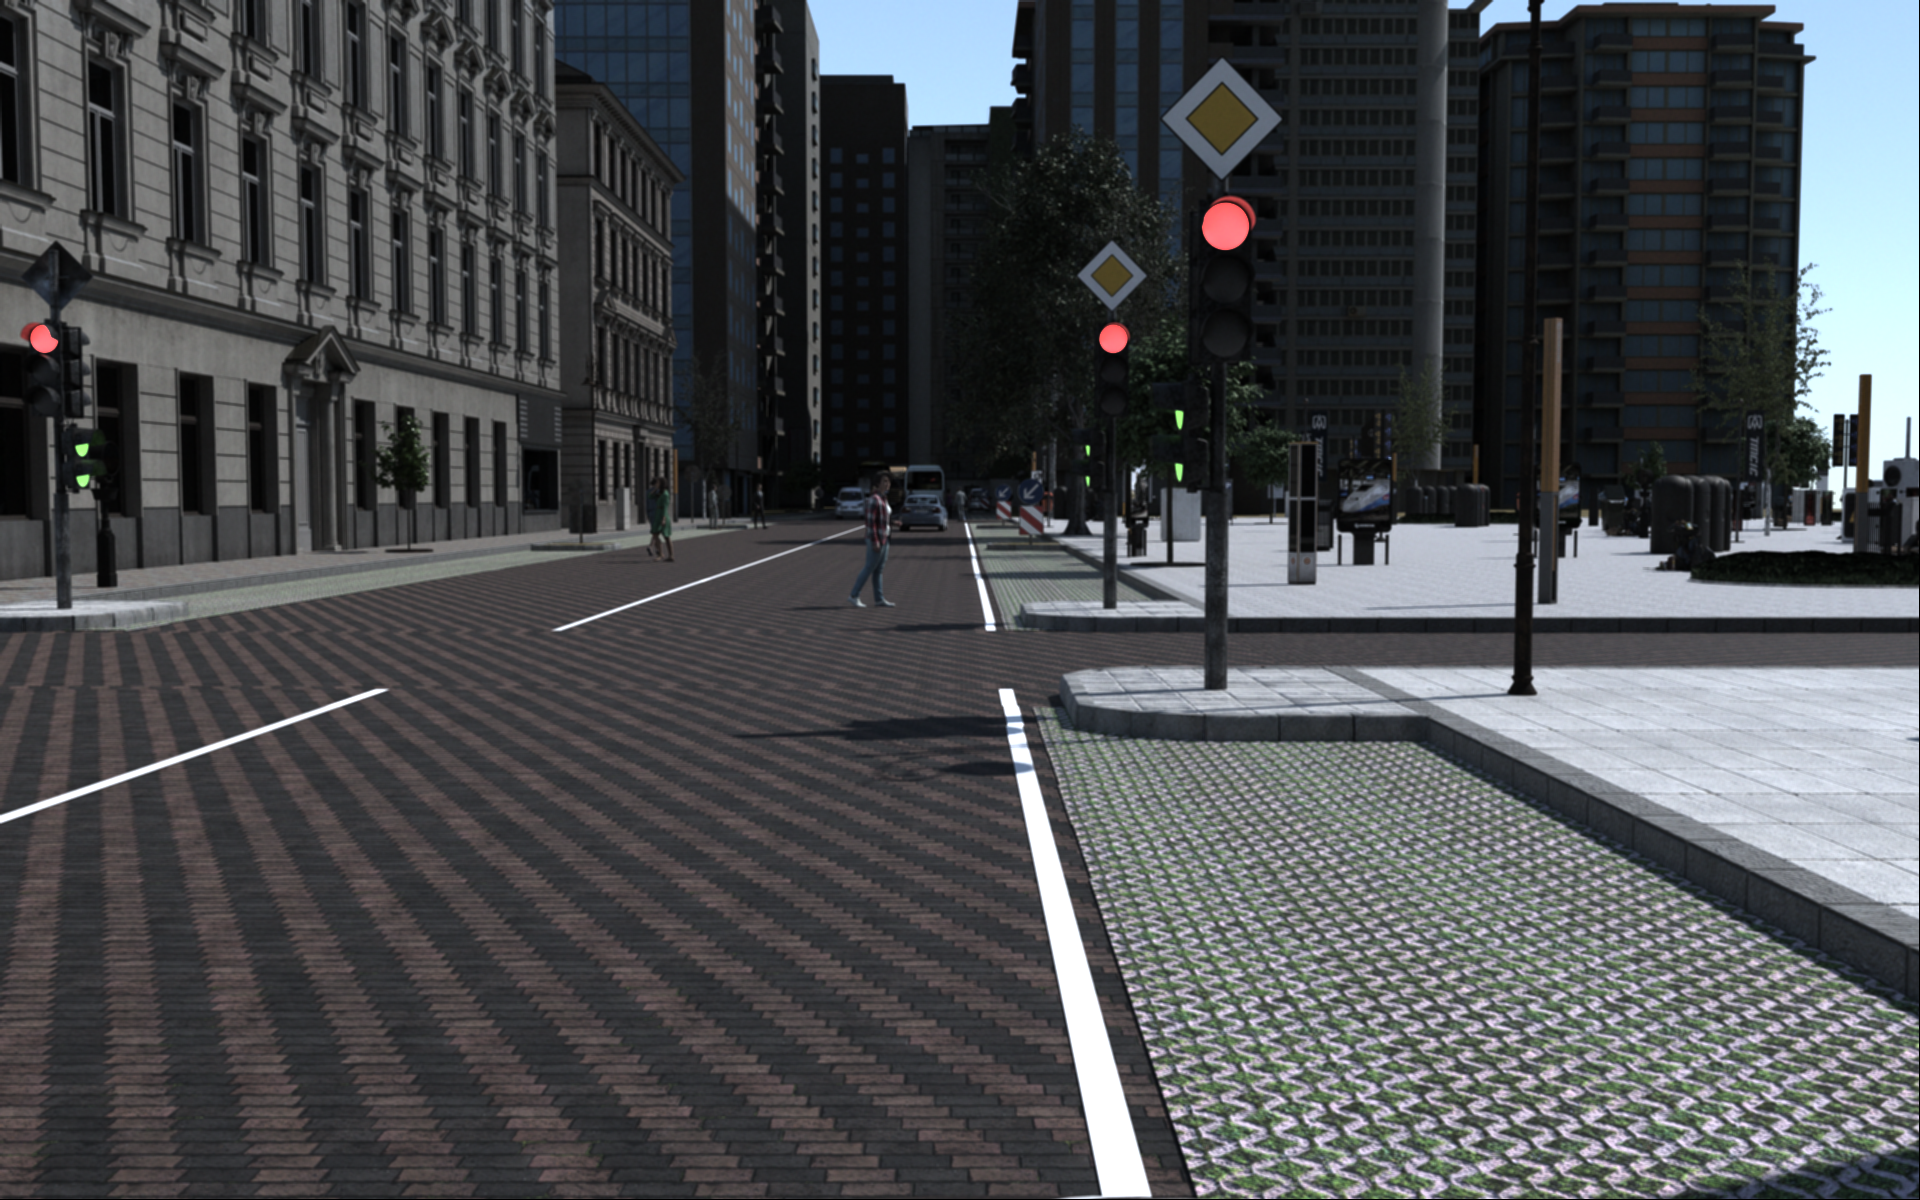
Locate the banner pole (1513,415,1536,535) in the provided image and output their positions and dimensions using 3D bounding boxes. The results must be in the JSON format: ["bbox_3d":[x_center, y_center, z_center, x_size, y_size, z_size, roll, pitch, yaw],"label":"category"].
[{"bbox_3d":[17.765,-3.934,54.332,0.863,3.779,0.401,-2,4,-28],"label":"banner pole"}]

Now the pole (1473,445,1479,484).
[{"bbox_3d":[21.282,-4.750,71.513,0.158,3.312,0.155,0,3,0],"label":"pole"}]

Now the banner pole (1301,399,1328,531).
[{"bbox_3d":[9.315,-3.405,45.683,0.863,3.779,0.401,-1,4,-11],"label":"banner pole"}]

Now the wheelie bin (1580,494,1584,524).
[{"bbox_3d":[26.623,-4.119,75.248,0.693,1.594,0.980,-1,4,-15],"label":"wheelie bin"}]

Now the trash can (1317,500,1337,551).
[{"bbox_3d":[8.123,-1.678,39.085,0.748,1.137,0.748,0,3,0],"label":"trash can"}]

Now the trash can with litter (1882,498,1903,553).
[{"bbox_3d":[17.714,-1.346,33.068,1.678,1.210,2.233,0,4,1],"label":"trash can with litter"}]

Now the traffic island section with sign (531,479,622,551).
[{"bbox_3d":[-9.740,-2.179,44.255,1.989,1.847,2.006,0,3,0],"label":"traffic island section with sign"}]

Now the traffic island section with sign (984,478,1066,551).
[{"bbox_3d":[1.688,-2.194,44.503,1.989,1.847,2.006,0,3,0],"label":"traffic island section with sign"}]

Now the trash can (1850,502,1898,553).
[{"bbox_3d":[16.132,-1.159,30.610,0.748,1.137,0.748,0,3,0],"label":"trash can"}]

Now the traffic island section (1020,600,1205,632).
[{"bbox_3d":[1.701,0.176,19.395,2.009,0.180,2.903,0,3,0],"label":"traffic island section"}]

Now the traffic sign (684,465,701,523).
[{"bbox_3d":[-11.768,-4.645,76.058,0.768,2.556,0.104,0,4,7],"label":"traffic sign"}]

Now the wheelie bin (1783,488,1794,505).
[{"bbox_3d":[43.567,-5.073,90.848,0.693,1.594,0.980,0,4,7],"label":"wheelie bin"}]

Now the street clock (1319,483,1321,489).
[{"bbox_3d":[17.886,-5.039,86.963,0.471,2.002,0.358,1,4,19],"label":"street clock"}]

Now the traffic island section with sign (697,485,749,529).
[{"bbox_3d":[-9.742,-3.842,71.437,1.989,1.847,2.006,0,3,0],"label":"traffic island section with sign"}]

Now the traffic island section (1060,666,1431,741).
[{"bbox_3d":[1.706,0.665,11.410,2.009,0.180,2.903,0,3,0],"label":"traffic island section"}]

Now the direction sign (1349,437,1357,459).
[{"bbox_3d":[15.621,-4.703,68.895,0.379,3.537,0.876,2,4,33],"label":"direction sign"}]

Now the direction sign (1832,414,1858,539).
[{"bbox_3d":[25.104,-3.493,49.103,0.876,3.537,0.379,-1,4,-13],"label":"direction sign"}]

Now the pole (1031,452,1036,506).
[{"bbox_3d":[3.545,-5.477,83.385,0.158,3.312,0.155,0,3,0],"label":"pole"}]

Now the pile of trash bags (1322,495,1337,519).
[{"bbox_3d":[19.082,-4.862,89.241,1.912,1.369,3.447,-3,5,-40],"label":"pile of trash bags"}]

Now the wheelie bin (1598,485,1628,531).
[{"bbox_3d":[22.711,-3.207,60.348,0.980,1.594,0.693,0,4,0],"label":"wheelie bin"}]

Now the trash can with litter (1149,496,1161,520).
[{"bbox_3d":[9.684,-4.510,84.800,2.233,1.210,1.678,3,5,44],"label":"trash can with litter"}]

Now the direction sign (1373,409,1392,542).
[{"bbox_3d":[11.274,-3.320,46.286,0.379,3.537,0.876,3,5,44],"label":"direction sign"}]

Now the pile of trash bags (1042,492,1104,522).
[{"bbox_3d":[5.505,-4.396,81.630,3.447,1.369,1.912,1,4,11],"label":"pile of trash bags"}]

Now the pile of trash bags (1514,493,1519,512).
[{"bbox_3d":[29.704,-4.925,90.268,1.912,1.369,3.447,2,4,35],"label":"pile of trash bags"}]

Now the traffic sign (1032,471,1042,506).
[{"bbox_3d":[3.422,-4.514,75.934,0.606,2.300,0.079,1,4,9],"label":"traffic sign"}]

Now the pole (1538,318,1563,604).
[{"bbox_3d":[6.880,-1.611,20.183,0.158,3.312,0.155,0,3,0],"label":"pole"}]

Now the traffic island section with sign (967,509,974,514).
[{"bbox_3d":[1.637,-6.926,121.867,1.989,1.847,2.006,0,3,0],"label":"traffic island section with sign"}]

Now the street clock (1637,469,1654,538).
[{"bbox_3d":[19.889,-2.798,50.310,0.358,2.002,0.471,-1,4,-19],"label":"street clock"}]

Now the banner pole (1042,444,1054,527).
[{"bbox_3d":[3.349,-4.721,67.203,0.401,3.779,0.863,-1,4,-23],"label":"banner pole"}]

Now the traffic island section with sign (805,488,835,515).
[{"bbox_3d":[-9.786,-6.882,121.152,1.989,1.847,2.006,0,3,0],"label":"traffic island section with sign"}]

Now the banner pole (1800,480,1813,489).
[{"bbox_3d":[45.060,-6.241,92.051,0.401,3.779,0.863,-3,4,-38],"label":"banner pole"}]

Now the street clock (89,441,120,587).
[{"bbox_3d":[-11.758,-1.178,23.823,0.358,2.002,0.471,0,4,2],"label":"street clock"}]

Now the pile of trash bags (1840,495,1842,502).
[{"bbox_3d":[34.555,-3.402,65.370,1.912,1.369,3.447,3,4,36],"label":"pile of trash bags"}]

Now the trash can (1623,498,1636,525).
[{"bbox_3d":[23.693,-3.065,61.764,0.748,1.137,0.748,0,3,0],"label":"trash can"}]

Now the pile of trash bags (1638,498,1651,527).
[{"bbox_3d":[27.687,-3.517,67.251,1.912,1.369,3.447,0,4,0],"label":"pile of trash bags"}]

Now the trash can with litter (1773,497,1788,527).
[{"bbox_3d":[32.287,-3.461,67.972,0.624,1.170,1.055,1,4,12],"label":"trash can with litter"}]

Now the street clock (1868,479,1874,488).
[{"bbox_3d":[44.339,-4.893,84.577,0.471,2.002,0.358,3,5,44],"label":"street clock"}]

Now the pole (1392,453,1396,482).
[{"bbox_3d":[21.479,-5.618,85.692,0.158,3.312,0.155,0,3,0],"label":"pole"}]

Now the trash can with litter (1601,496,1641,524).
[{"bbox_3d":[28.516,-3.844,73.912,2.233,1.210,1.678,1,4,12],"label":"trash can with litter"}]

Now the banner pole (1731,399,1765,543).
[{"bbox_3d":[20.776,-3.405,45.685,0.401,3.779,0.863,-3,5,-43],"label":"banner pole"}]

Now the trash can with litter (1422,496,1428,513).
[{"bbox_3d":[21.579,-4.213,79.942,1.678,1.210,2.233,1,4,19],"label":"trash can with litter"}]

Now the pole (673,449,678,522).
[{"bbox_3d":[-12.867,-5.165,78.294,0.158,3.312,0.155,0,3,0],"label":"pole"}]

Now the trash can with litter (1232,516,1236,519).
[{"bbox_3d":[13.977,-4.874,90.754,1.678,1.210,2.233,3,4,38],"label":"trash can with litter"}]

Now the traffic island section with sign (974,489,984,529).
[{"bbox_3d":[1.675,-3.847,71.530,1.989,1.847,2.006,0,3,0],"label":"traffic island section with sign"}]

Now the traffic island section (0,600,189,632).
[{"bbox_3d":[-10.041,0.177,19.393,2.009,0.180,2.903,0,3,0],"label":"traffic island section"}]

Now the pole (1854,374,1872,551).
[{"bbox_3d":[15.415,-2.186,29.581,0.158,3.312,0.155,0,3,0],"label":"pole"}]
